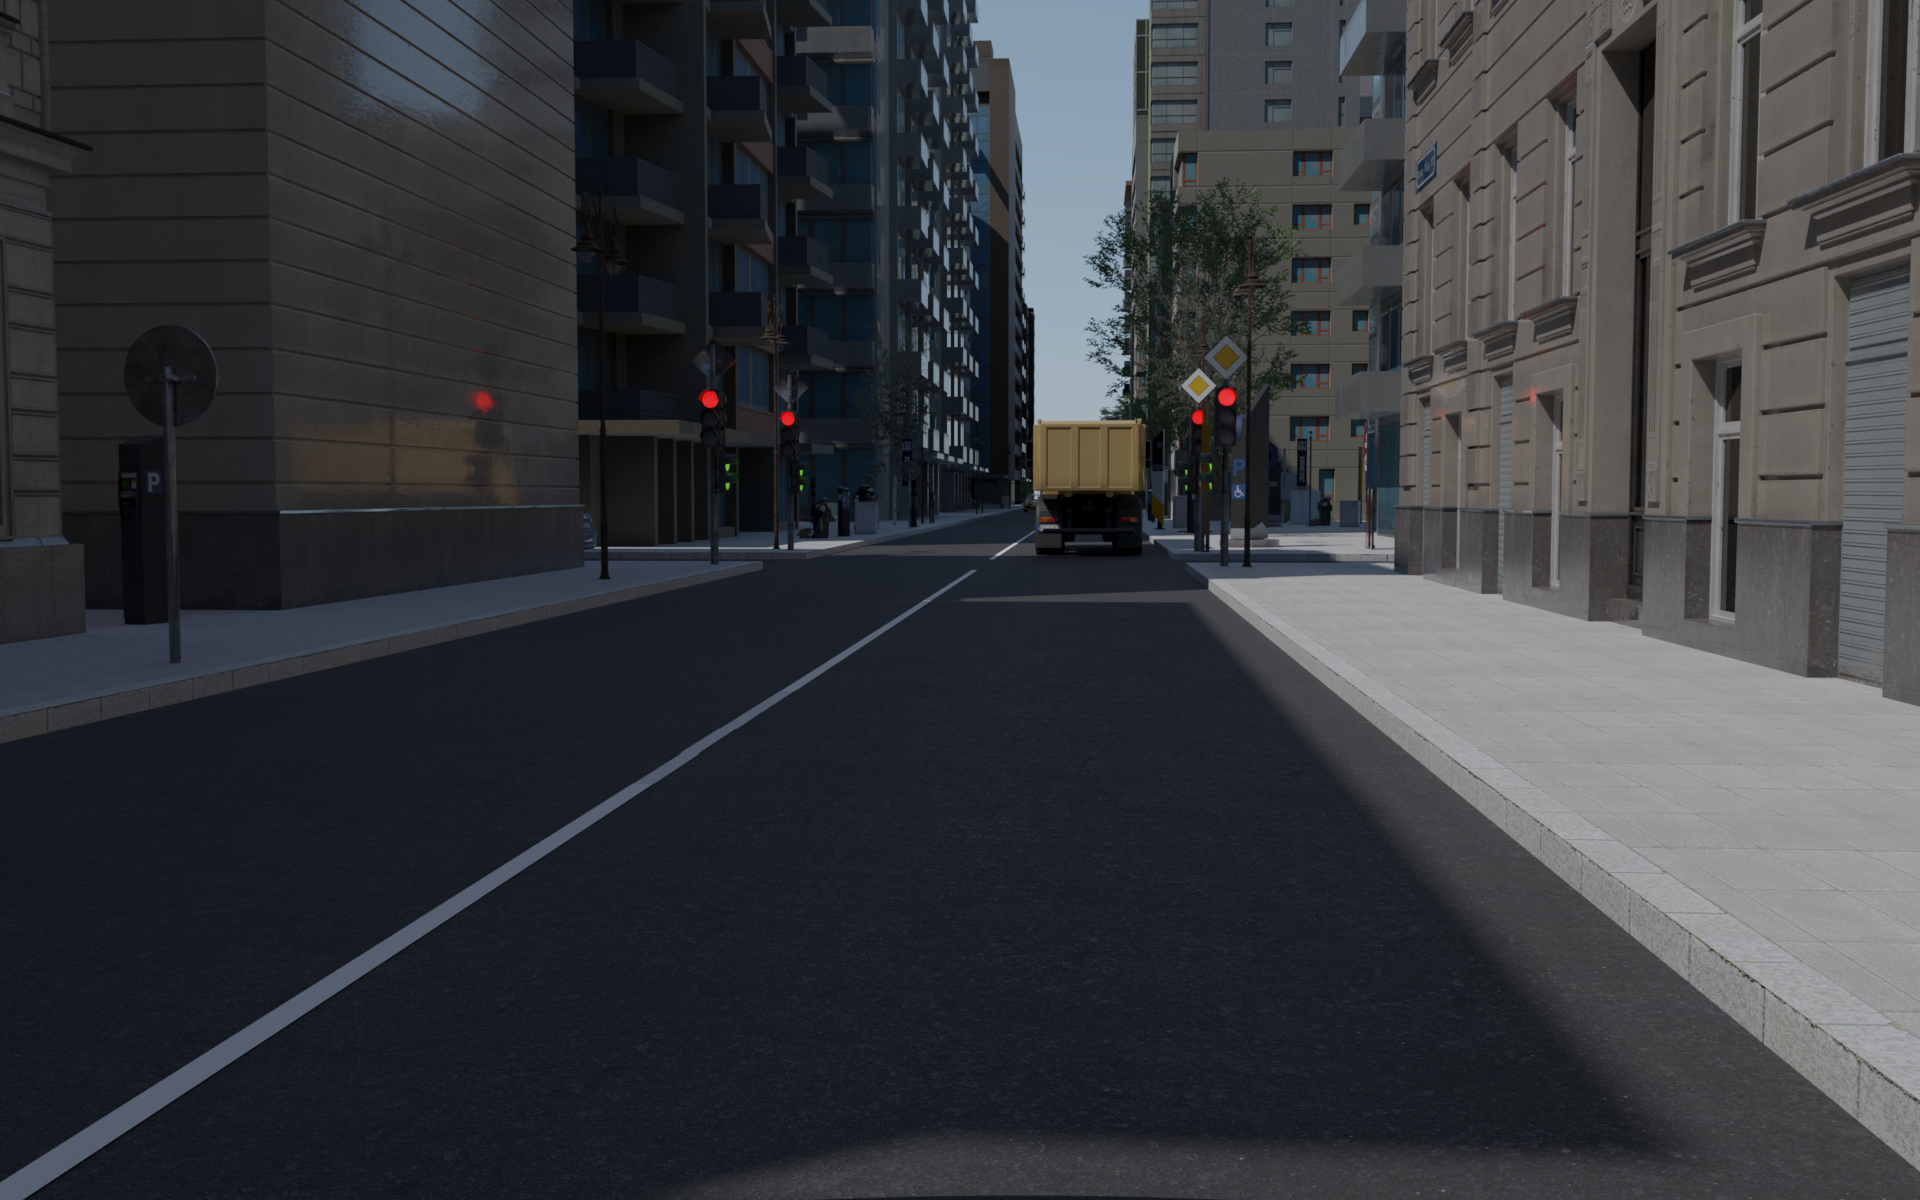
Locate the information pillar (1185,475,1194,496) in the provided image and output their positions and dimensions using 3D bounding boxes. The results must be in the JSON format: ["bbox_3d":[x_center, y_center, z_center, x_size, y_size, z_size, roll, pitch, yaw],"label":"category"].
[{"bbox_3d":[8.790,-3.765,66.055,0.304,2.012,0.304,-2,4,-23],"label":"information pillar"}]

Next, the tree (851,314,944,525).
[{"bbox_3d":[-2.705,-7.415,71.599,4.360,8.622,3.978,0,3,0],"label":"tree"}]

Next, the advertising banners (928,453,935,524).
[{"bbox_3d":[-1.257,-4.827,75.116,0.090,3.025,2.074,0,4,7],"label":"advertising banners"}]

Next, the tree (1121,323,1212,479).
[{"bbox_3d":[8.746,-7.578,74.269,4.737,8.622,4.395,0,3,0],"label":"tree"}]

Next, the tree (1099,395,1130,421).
[{"bbox_3d":[18.397,-17.052,196.935,7.486,12.596,7.792,0,3,0],"label":"tree"}]

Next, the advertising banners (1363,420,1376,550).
[{"bbox_3d":[9.595,-2.717,40.613,0.090,3.025,2.074,0,4,7],"label":"advertising banners"}]

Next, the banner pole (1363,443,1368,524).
[{"bbox_3d":[17.398,-5.131,73.914,0.401,3.779,0.863,0,4,5],"label":"banner pole"}]

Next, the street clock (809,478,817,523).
[{"bbox_3d":[-6.467,-4.383,76.230,0.358,2.002,0.471,0,4,4],"label":"street clock"}]

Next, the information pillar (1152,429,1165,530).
[{"bbox_3d":[7.170,-4.355,62.557,0.504,3.616,0.183,3,5,40],"label":"information pillar"}]

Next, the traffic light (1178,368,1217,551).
[{"bbox_3d":[5.296,-3.044,38.694,0.839,4.253,0.868,0,4,4],"label":"traffic light"}]

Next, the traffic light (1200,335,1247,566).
[{"bbox_3d":[4.688,-2.557,30.732,0.839,4.253,0.868,0,4,4],"label":"traffic light"}]

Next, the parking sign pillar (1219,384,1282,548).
[{"bbox_3d":[7.030,-3.271,41.959,1.447,3.967,1.447,2,4,34],"label":"parking sign pillar"}]

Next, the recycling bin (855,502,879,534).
[{"bbox_3d":[-2.995,-2.644,55.776,0.722,1.027,0.722,0,4,4],"label":"recycling bin"}]

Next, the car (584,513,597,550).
[{"bbox_3d":[-9.905,-1.481,36.211,4.499,1.417,2.014,0,4,4],"label":"car"}]

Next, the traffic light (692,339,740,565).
[{"bbox_3d":[-4.448,-2.599,31.410,0.839,4.253,0.868,0,4,4],"label":"traffic light"}]

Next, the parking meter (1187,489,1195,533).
[{"bbox_3d":[7.677,-2.981,57.152,0.372,1.533,0.369,0,3,0],"label":"parking meter"}]

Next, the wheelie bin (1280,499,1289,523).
[{"bbox_3d":[14.233,-4.233,77.118,0.693,1.594,0.980,-2,4,-31],"label":"wheelie bin"}]

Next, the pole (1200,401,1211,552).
[{"bbox_3d":[5.410,-2.710,38.145,0.158,3.312,0.155,0,3,0],"label":"pole"}]

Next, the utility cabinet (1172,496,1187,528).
[{"bbox_3d":[8.490,-3.292,64.980,1.020,1.237,0.306,-1,4,-22],"label":"utility cabinet"}]

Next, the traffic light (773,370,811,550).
[{"bbox_3d":[-3.840,-3.086,39.372,0.839,4.253,0.868,0,4,4],"label":"traffic light"}]

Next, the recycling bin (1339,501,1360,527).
[{"bbox_3d":[15.184,-3.356,67.432,0.722,1.027,0.722,1,4,19],"label":"recycling bin"}]

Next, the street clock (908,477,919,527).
[{"bbox_3d":[-1.783,-3.804,66.769,0.358,2.002,0.471,2,4,32],"label":"street clock"}]

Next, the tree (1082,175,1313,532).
[{"bbox_3d":[7.858,-8.083,57.913,9.928,11.665,9.643,0,3,0],"label":"tree"}]

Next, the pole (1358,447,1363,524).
[{"bbox_3d":[17.284,-4.950,74.780,0.158,3.312,0.155,0,3,0],"label":"pole"}]

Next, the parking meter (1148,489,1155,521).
[{"bbox_3d":[9.246,-4.600,83.616,0.372,1.533,0.369,0,3,0],"label":"parking meter"}]

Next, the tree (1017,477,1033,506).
[{"bbox_3d":[7.281,-11.998,190.768,1.663,3.219,1.824,0,3,0],"label":"tree"}]

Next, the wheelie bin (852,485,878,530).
[{"bbox_3d":[-3.267,-3.193,60.109,0.693,1.594,0.980,2,4,28],"label":"wheelie bin"}]

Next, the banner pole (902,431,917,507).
[{"bbox_3d":[-1.964,-4.816,68.761,0.863,3.779,0.401,2,4,29],"label":"banner pole"}]

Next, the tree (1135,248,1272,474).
[{"bbox_3d":[7.257,-6.186,51.505,4.360,8.622,3.978,0,3,0],"label":"tree"}]

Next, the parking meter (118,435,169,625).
[{"bbox_3d":[-8.056,-0.695,17.082,0.255,1.863,0.399,1,4,17],"label":"parking meter"}]

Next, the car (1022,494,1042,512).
[{"bbox_3d":[6.021,-7.913,139.603,2.015,1.641,3.980,0,4,5],"label":"car"}]

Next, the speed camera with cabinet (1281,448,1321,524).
[{"bbox_3d":[15.557,-5.231,79.856,2.038,3.252,0.660,0,4,-5],"label":"speed camera with cabinet"}]

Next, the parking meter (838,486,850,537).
[{"bbox_3d":[-3.513,-2.687,52.348,0.372,1.533,0.369,0,3,0],"label":"parking meter"}]

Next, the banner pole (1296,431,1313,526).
[{"bbox_3d":[13.664,-4.801,68.519,0.863,3.779,0.401,-1,4,-21],"label":"banner pole"}]
